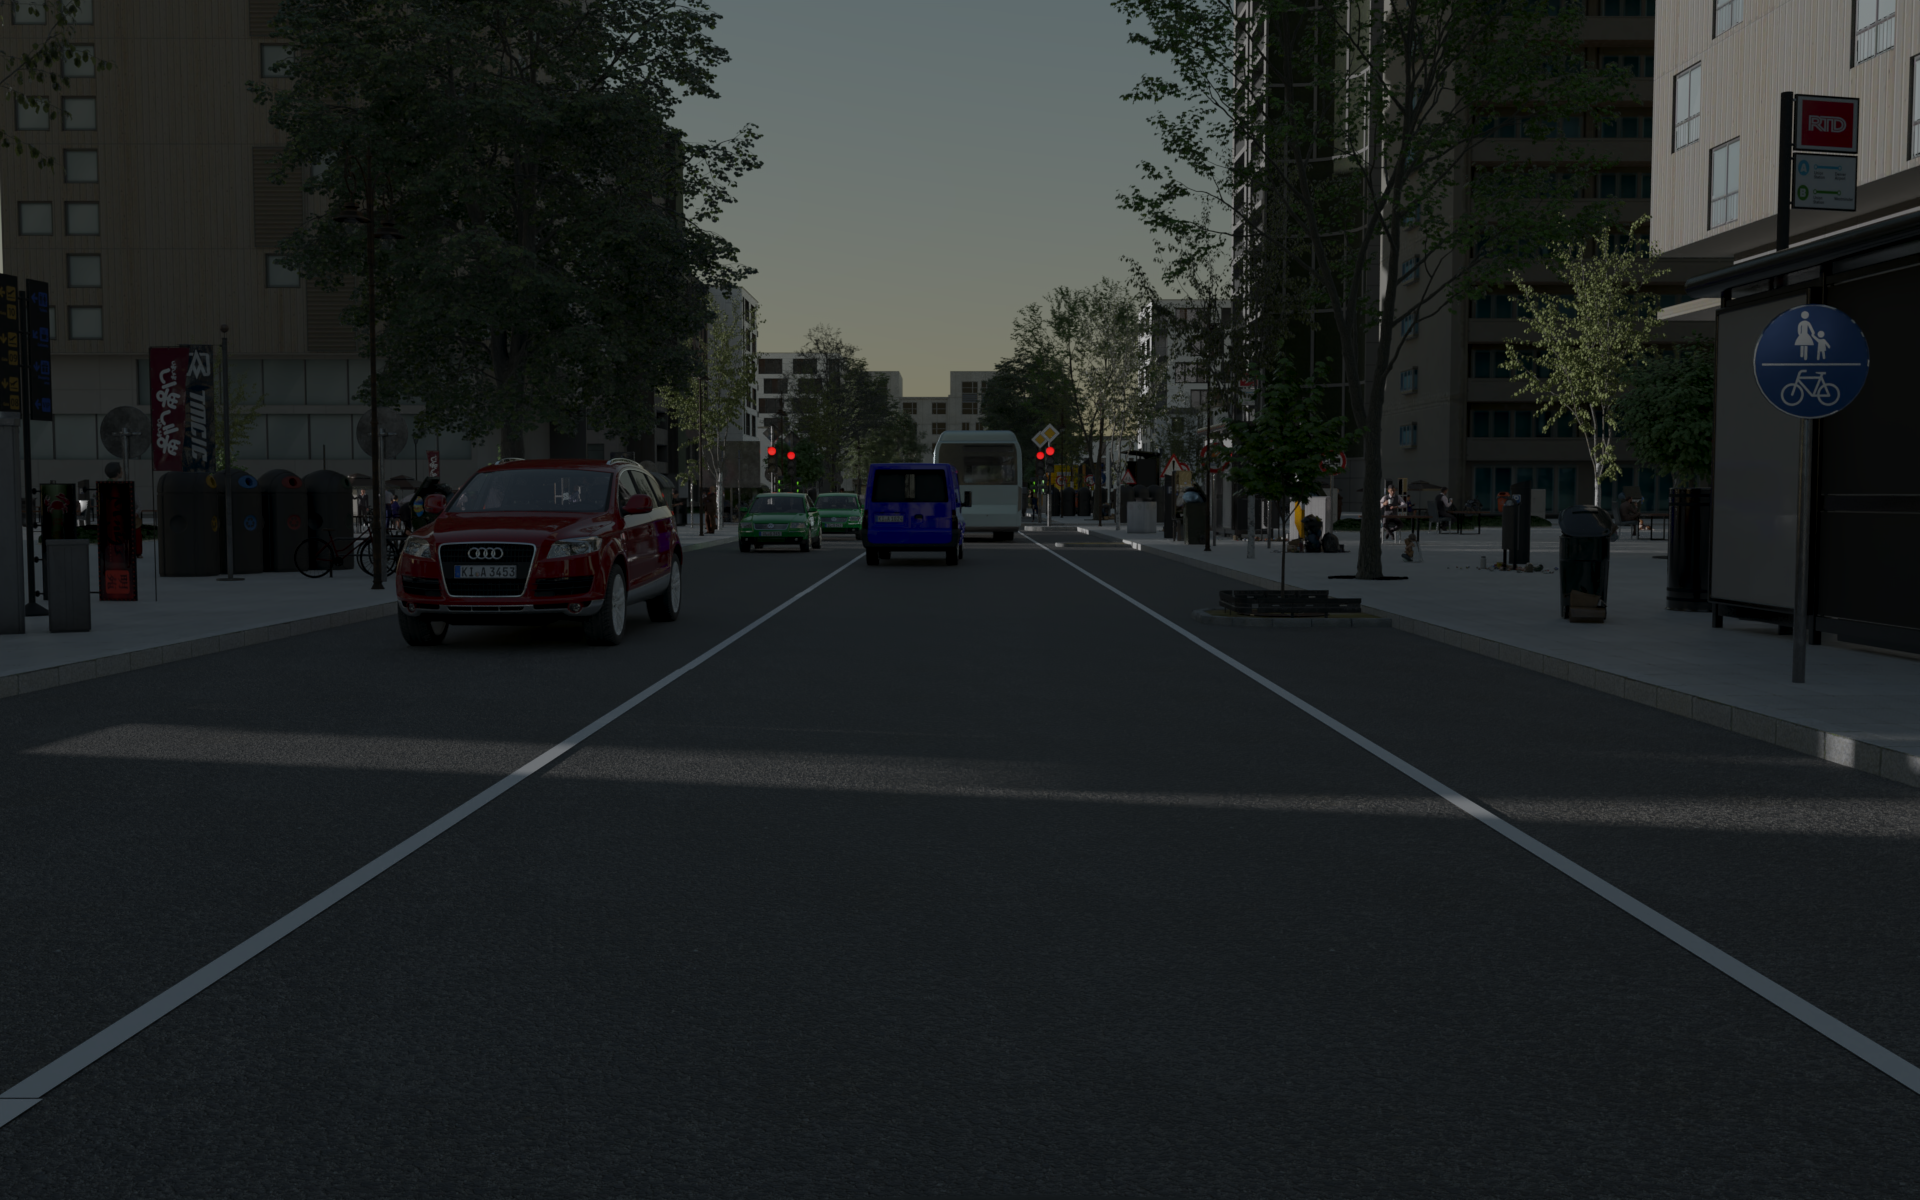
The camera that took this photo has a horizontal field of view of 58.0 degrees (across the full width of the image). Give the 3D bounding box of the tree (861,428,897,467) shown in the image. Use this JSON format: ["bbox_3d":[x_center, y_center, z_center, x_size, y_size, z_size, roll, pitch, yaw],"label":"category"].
[{"bbox_3d":[-8.076,-12.694,157.908,4.360,8.622,3.978,0,3,0],"label":"tree"}]

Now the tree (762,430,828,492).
[{"bbox_3d":[-8.455,-6.427,88.801,4.285,4.588,4.351,0,3,0],"label":"tree"}]

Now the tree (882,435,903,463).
[{"bbox_3d":[-9.125,-16.175,214.816,4.737,8.622,4.395,0,3,0],"label":"tree"}]

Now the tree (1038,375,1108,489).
[{"bbox_3d":[6.423,-9.334,102.979,4.737,8.622,4.395,0,3,0],"label":"tree"}]

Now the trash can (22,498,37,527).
[{"bbox_3d":[-36.325,-3.412,67.442,0.748,1.137,0.748,0,3,0],"label":"trash can"}]

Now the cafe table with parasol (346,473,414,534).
[{"bbox_3d":[-19.669,-3.164,56.599,2.610,1.966,2.610,0,4,1],"label":"cafe table with parasol"}]

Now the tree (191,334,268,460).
[{"bbox_3d":[-34.810,-7.980,80.831,4.737,8.622,4.395,0,3,0],"label":"tree"}]

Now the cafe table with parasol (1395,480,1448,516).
[{"bbox_3d":[22.393,-4.860,84.324,2.610,1.966,2.610,1,4,21],"label":"cafe table with parasol"}]

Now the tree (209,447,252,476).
[{"bbox_3d":[-27.188,-4.255,64.178,1.663,3.219,1.824,0,3,0],"label":"tree"}]

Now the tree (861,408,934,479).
[{"bbox_3d":[-8.141,-18.876,225.635,9.611,12.733,9.660,0,3,0],"label":"tree"}]

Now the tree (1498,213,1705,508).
[{"bbox_3d":[16.058,-5.724,43.949,4.737,8.622,4.395,0,3,0],"label":"tree"}]

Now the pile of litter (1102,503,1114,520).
[{"bbox_3d":[7.433,-4.458,86.854,1.719,0.858,1.176,0,4,-2],"label":"pile of litter"}]

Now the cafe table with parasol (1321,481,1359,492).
[{"bbox_3d":[19.400,-5.370,92.669,2.610,1.966,2.610,-1,4,-17],"label":"cafe table with parasol"}]

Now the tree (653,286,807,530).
[{"bbox_3d":[-8.679,-6.785,61.303,4.737,8.622,4.395,0,3,0],"label":"tree"}]

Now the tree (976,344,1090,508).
[{"bbox_3d":[6.303,-14.527,144.165,9.857,13.997,8.962,0,3,0],"label":"tree"}]

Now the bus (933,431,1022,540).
[{"bbox_3d":[0.390,-3.786,56.765,2.948,3.499,13.247,0,4,-1],"label":"bus"}]

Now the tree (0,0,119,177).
[{"bbox_3d":[-8.592,-3.790,12.335,4.360,8.622,3.978,0,3,0],"label":"tree"}]

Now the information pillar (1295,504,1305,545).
[{"bbox_3d":[8.302,-3.112,42.228,0.183,3.616,0.504,-1,4,-10],"label":"information pillar"}]

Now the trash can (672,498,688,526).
[{"bbox_3d":[-11.177,-3.510,69.035,0.748,1.137,0.748,0,3,0],"label":"trash can"}]

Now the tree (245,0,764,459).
[{"bbox_3d":[-8.763,-7.795,34.107,9.857,13.997,8.962,0,3,0],"label":"tree"}]

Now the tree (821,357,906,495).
[{"bbox_3d":[-8.369,-13.815,143.998,7.486,12.596,7.792,0,3,0],"label":"tree"}]

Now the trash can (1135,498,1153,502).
[{"bbox_3d":[7.094,-3.368,66.728,0.748,1.137,0.748,0,3,0],"label":"trash can"}]

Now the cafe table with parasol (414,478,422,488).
[{"bbox_3d":[-19.972,-3.499,62.074,2.610,1.966,2.610,-1,4,-22],"label":"cafe table with parasol"}]

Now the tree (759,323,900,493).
[{"bbox_3d":[-9.149,-13.060,123.901,12.009,13.543,11.850,0,3,0],"label":"tree"}]

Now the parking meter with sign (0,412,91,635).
[{"bbox_3d":[-8.938,-1.195,15.797,1.738,3.016,0.543,-2,4,-27],"label":"parking meter with sign"}]

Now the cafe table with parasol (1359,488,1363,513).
[{"bbox_3d":[28.191,-6.916,117.946,2.610,1.966,2.610,0,4,-5],"label":"cafe table with parasol"}]

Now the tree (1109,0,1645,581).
[{"bbox_3d":[6.026,-6.109,25.632,9.928,11.665,9.643,0,3,0],"label":"tree"}]

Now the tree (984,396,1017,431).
[{"bbox_3d":[5.631,-16.810,192.976,7.486,12.596,7.792,0,3,0],"label":"tree"}]

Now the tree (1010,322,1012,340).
[{"bbox_3d":[6.529,-9.674,83.921,9.928,11.665,9.643,0,3,0],"label":"tree"}]

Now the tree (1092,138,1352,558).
[{"bbox_3d":[5.617,-5.146,34.502,4.360,8.622,3.978,0,3,0],"label":"tree"}]

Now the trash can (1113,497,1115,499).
[{"bbox_3d":[7.465,-4.198,80.298,0.748,1.137,0.748,0,3,0],"label":"trash can"}]

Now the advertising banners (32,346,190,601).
[{"bbox_3d":[-10.120,-1.498,20.685,2.074,3.025,0.090,1,4,8],"label":"advertising banners"}]

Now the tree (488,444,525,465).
[{"bbox_3d":[-14.909,-3.825,57.143,1.663,3.219,1.824,0,3,0],"label":"tree"}]

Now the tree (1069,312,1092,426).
[{"bbox_3d":[5.815,-6.771,61.063,4.360,8.622,3.978,0,3,0],"label":"tree"}]

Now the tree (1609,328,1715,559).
[{"bbox_3d":[14.634,-3.099,34.385,4.285,4.588,4.351,0,3,0],"label":"tree"}]

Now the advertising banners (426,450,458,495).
[{"bbox_3d":[-20.355,-4.490,69.595,2.074,3.025,0.090,-1,4,-12],"label":"advertising banners"}]

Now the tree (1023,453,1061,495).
[{"bbox_3d":[6.316,-8.881,128.910,4.285,4.588,4.351,0,3,0],"label":"tree"}]

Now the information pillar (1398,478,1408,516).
[{"bbox_3d":[20.288,-4.583,79.422,0.304,2.012,0.304,-2,4,-35],"label":"information pillar"}]

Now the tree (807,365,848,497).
[{"bbox_3d":[-8.118,-9.010,97.677,4.737,8.622,4.395,0,3,0],"label":"tree"}]

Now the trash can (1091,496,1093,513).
[{"bbox_3d":[8.586,-6.322,115.023,0.748,1.137,0.748,0,3,0],"label":"trash can"}]

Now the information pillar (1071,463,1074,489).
[{"bbox_3d":[7.468,-7.592,115.491,0.183,3.616,0.504,1,4,18],"label":"information pillar"}]

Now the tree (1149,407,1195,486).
[{"bbox_3d":[17.880,-11.974,146.130,4.737,8.622,4.395,0,3,0],"label":"tree"}]

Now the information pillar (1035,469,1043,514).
[{"bbox_3d":[5.084,-7.357,111.647,0.504,3.616,0.183,0,4,3],"label":"information pillar"}]

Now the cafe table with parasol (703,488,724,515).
[{"bbox_3d":[-14.704,-6.252,107.081,2.610,1.966,2.610,1,4,21],"label":"cafe table with parasol"}]

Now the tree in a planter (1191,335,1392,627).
[{"bbox_3d":[3.668,-1.366,19.559,1.991,3.239,1.994,0,3,0],"label":"tree in a planter"}]
